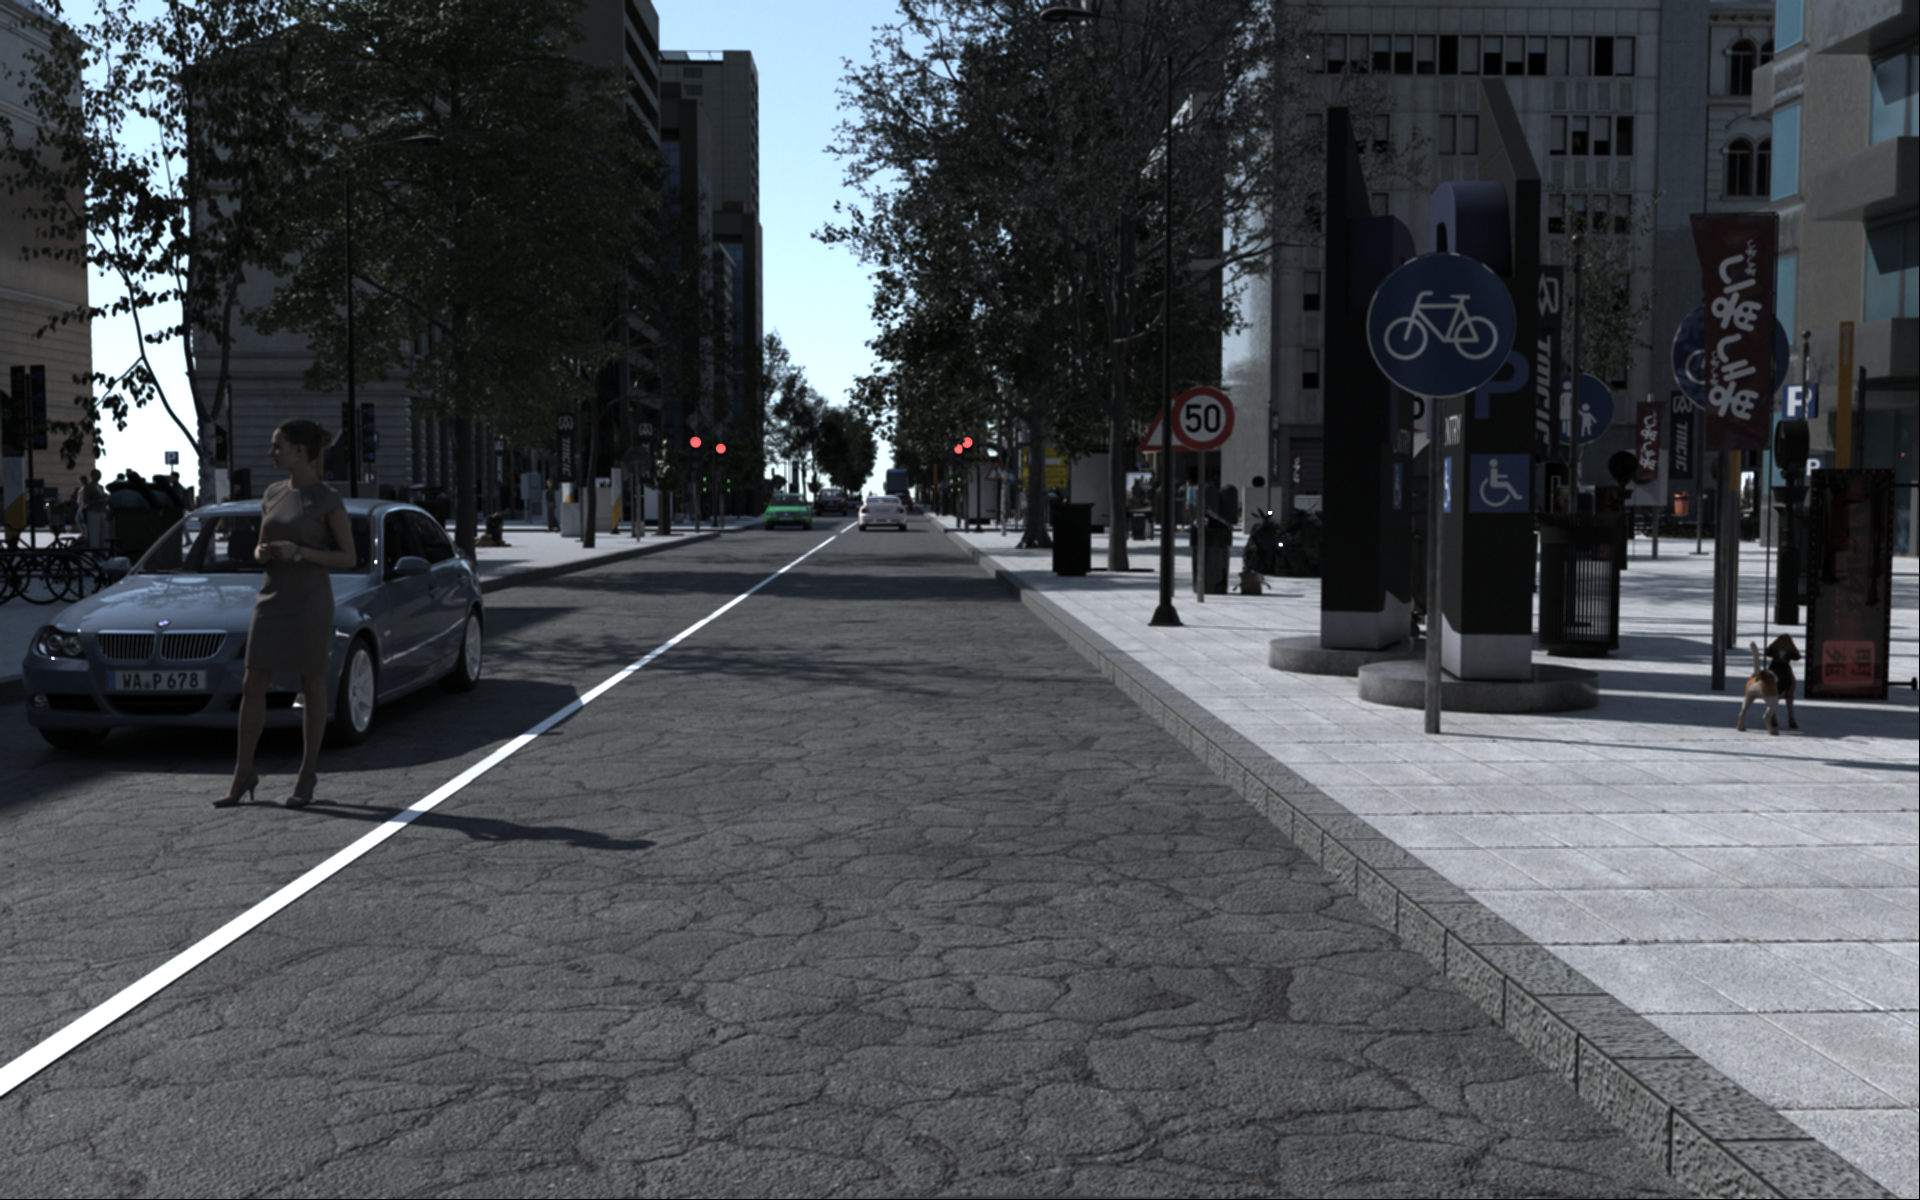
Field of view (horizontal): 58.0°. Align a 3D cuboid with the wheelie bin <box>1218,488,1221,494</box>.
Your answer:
[{"bbox_3d":[12.325,-4.610,83.277,0.980,1.594,0.693,-2,4,-33],"label":"wheelie bin"}]

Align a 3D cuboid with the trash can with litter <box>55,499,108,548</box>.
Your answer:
[{"bbox_3d":[-19.624,-1.687,38.963,1.055,1.170,0.624,1,4,20],"label":"trash can with litter"}]

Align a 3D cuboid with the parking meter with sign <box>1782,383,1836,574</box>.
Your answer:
[{"bbox_3d":[13.952,-1.936,27.916,1.738,3.016,0.543,-2,4,-35],"label":"parking meter with sign"}]

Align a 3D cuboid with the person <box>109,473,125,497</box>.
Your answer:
[{"bbox_3d":[-21.698,-2.367,44.731,0.794,1.824,0.713,-1,4,-14],"label":"person"}]

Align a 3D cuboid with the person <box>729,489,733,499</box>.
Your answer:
[{"bbox_3d":[-15.451,-6.785,117.559,0.593,1.750,0.643,1,4,8],"label":"person"}]

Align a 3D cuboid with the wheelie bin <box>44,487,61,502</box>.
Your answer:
[{"bbox_3d":[-42.632,-4.479,81.139,0.980,1.594,0.693,-1,4,-18],"label":"wheelie bin"}]

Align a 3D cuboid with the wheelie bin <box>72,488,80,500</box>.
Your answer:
[{"bbox_3d":[-43.210,-4.727,85.192,0.693,1.594,0.980,2,4,34],"label":"wheelie bin"}]

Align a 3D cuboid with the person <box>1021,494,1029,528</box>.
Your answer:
[{"bbox_3d":[2.530,-3.372,65.450,0.475,1.303,0.640,1,4,23],"label":"person"}]

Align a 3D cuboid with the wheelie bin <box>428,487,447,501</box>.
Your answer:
[{"bbox_3d":[-22.978,-4.160,75.919,0.980,1.594,0.693,-1,4,-14],"label":"wheelie bin"}]

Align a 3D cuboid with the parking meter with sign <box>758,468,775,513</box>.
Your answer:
[{"bbox_3d":[-13.188,-7.245,114.711,1.738,3.016,0.543,0,4,5],"label":"parking meter with sign"}]

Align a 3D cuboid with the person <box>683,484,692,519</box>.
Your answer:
[{"bbox_3d":[-14.004,-5.019,88.452,0.721,1.781,0.623,-2,4,-26],"label":"person"}]

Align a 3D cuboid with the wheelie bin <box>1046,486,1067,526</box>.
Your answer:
[{"bbox_3d":[3.890,-3.765,69.470,0.693,1.594,0.980,1,4,15],"label":"wheelie bin"}]

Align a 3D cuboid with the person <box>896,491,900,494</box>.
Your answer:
[{"bbox_3d":[-5.687,-9.352,162.189,0.721,1.735,1.217,0,4,7],"label":"person"}]

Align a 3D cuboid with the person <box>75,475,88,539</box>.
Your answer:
[{"bbox_3d":[-25.096,-2.659,49.521,0.388,1.821,0.555,-3,4,-39],"label":"person"}]

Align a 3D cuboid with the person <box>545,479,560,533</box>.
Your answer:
[{"bbox_3d":[-13.567,-3.131,57.654,0.534,1.772,0.576,-2,4,-29],"label":"person"}]

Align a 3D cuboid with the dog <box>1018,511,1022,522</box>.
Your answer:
[{"bbox_3d":[2.640,-3.793,78.847,0.540,0.507,0.406,2,4,26],"label":"dog"}]

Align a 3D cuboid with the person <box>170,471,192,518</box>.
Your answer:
[{"bbox_3d":[-18.844,-2.180,41.679,0.713,1.824,0.794,-1,4,-15],"label":"person"}]

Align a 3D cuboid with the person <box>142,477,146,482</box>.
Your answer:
[{"bbox_3d":[-25.698,-2.959,54.521,0.635,1.810,0.391,0,4,7],"label":"person"}]

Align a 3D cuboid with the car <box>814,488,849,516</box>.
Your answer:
[{"bbox_3d":[-8.530,-6.518,115.242,2.281,1.827,5.304,0,4,-3],"label":"car"}]

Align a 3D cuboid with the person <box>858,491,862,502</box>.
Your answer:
[{"bbox_3d":[-8.849,-8.826,153.724,0.530,1.710,0.541,-1,4,-21],"label":"person"}]

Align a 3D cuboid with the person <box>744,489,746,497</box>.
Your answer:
[{"bbox_3d":[-23.407,-11.183,188.866,0.705,1.826,1.348,-2,4,-33],"label":"person"}]

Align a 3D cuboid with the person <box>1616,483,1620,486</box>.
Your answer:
[{"bbox_3d":[18.161,-2.536,47.842,0.374,1.781,0.599,1,4,10],"label":"person"}]

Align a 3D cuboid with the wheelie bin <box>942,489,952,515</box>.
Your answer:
[{"bbox_3d":[-0.693,-5.967,105.471,0.980,1.594,0.693,2,4,31],"label":"wheelie bin"}]

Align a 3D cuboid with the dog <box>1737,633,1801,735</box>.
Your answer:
[{"bbox_3d":[4.400,0.453,9.417,0.406,0.507,0.540,0,4,4],"label":"dog"}]

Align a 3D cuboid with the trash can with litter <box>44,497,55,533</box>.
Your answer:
[{"bbox_3d":[-29.356,-2.774,56.738,0.624,1.170,1.055,3,4,39],"label":"trash can with litter"}]

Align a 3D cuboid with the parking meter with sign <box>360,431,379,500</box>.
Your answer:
[{"bbox_3d":[-16.469,-3.192,48.455,0.543,3.016,1.738,-1,4,-16],"label":"parking meter with sign"}]

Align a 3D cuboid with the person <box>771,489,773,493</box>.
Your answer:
[{"bbox_3d":[-16.468,-8.886,151.860,0.617,1.759,0.750,-2,4,-33],"label":"person"}]

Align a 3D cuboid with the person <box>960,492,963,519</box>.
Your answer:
[{"bbox_3d":[0.208,-5.068,89.086,0.473,1.802,0.592,-2,4,-35],"label":"person"}]

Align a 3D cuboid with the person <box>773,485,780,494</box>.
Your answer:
[{"bbox_3d":[-11.046,-6.049,104.818,0.818,1.842,0.514,2,4,24],"label":"person"}]

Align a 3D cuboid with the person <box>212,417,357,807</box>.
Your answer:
[{"bbox_3d":[-3.104,0.054,7.954,0.599,1.781,0.374,1,4,14],"label":"person"}]

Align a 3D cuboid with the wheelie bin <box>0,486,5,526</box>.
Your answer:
[{"bbox_3d":[-38.564,-3.795,69.962,0.693,1.594,0.980,1,4,10],"label":"wheelie bin"}]

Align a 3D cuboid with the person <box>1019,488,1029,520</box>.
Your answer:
[{"bbox_3d":[3.083,-4.705,83.363,0.834,1.777,0.661,0,4,8],"label":"person"}]

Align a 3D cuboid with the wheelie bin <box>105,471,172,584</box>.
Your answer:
[{"bbox_3d":[-11.401,-0.978,23.901,0.693,1.594,0.980,-2,4,-35],"label":"wheelie bin"}]

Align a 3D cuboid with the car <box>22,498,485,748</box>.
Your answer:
[{"bbox_3d":[-4.350,0.040,11.343,2.014,1.417,4.499,0,4,-3],"label":"car"}]

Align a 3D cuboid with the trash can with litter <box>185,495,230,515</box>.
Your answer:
[{"bbox_3d":[-19.666,-2.154,46.279,1.678,1.210,2.233,-2,4,-32],"label":"trash can with litter"}]

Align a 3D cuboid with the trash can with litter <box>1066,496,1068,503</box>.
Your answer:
[{"bbox_3d":[6.204,-5.676,104.189,0.624,1.170,1.055,-1,4,-12],"label":"trash can with litter"}]

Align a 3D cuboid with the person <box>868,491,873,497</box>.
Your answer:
[{"bbox_3d":[-9.162,-10.185,175.737,0.721,1.735,1.217,-3,4,-38],"label":"person"}]

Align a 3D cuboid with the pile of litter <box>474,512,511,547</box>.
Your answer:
[{"bbox_3d":[-11.591,-1.733,42.303,1.176,0.858,1.719,-1,4,-21],"label":"pile of litter"}]

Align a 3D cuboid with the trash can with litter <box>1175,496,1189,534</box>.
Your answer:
[{"bbox_3d":[7.514,-2.814,57.068,1.678,1.210,2.233,2,4,35],"label":"trash can with litter"}]

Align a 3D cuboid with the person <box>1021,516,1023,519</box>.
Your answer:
[{"bbox_3d":[3.419,-4.901,90.453,0.640,1.303,0.475,0,4,-1],"label":"person"}]

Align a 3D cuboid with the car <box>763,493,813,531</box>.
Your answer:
[{"bbox_3d":[-6.858,-3.699,69.267,1.959,1.807,4.718,0,4,-3],"label":"car"}]

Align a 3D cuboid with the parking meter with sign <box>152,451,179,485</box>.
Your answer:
[{"bbox_3d":[-32.144,-4.491,69.688,0.543,3.016,1.738,0,4,6],"label":"parking meter with sign"}]

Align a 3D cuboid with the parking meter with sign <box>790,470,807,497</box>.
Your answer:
[{"bbox_3d":[-11.941,-7.847,124.553,1.738,3.016,0.543,1,4,10],"label":"parking meter with sign"}]

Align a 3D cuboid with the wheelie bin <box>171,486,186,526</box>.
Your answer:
[{"bbox_3d":[-12.884,-1.223,27.903,0.693,1.594,0.980,-2,4,-35],"label":"wheelie bin"}]

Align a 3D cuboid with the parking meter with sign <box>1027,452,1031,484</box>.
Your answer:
[{"bbox_3d":[2.999,-4.549,70.631,0.543,3.016,1.738,0,4,2],"label":"parking meter with sign"}]

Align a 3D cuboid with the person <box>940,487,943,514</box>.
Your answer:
[{"bbox_3d":[-1.170,-6.485,112.415,0.623,1.781,0.721,2,4,34],"label":"person"}]

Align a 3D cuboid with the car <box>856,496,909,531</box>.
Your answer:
[{"bbox_3d":[-3.040,-3.402,67.989,2.083,1.381,4.827,0,4,-3],"label":"car"}]

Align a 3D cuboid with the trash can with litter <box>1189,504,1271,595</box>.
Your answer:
[{"bbox_3d":[3.473,-0.666,22.283,1.055,1.170,0.624,1,4,13],"label":"trash can with litter"}]

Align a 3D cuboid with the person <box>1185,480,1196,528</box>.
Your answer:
[{"bbox_3d":[8.816,-3.647,65.687,0.620,1.820,0.660,1,4,21],"label":"person"}]

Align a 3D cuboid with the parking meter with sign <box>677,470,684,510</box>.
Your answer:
[{"bbox_3d":[-19.177,-7.450,118.062,0.543,3.016,1.738,1,4,13],"label":"parking meter with sign"}]

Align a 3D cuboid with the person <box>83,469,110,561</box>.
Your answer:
[{"bbox_3d":[-16.423,-1.616,33.018,0.362,1.759,0.519,1,4,15],"label":"person"}]
